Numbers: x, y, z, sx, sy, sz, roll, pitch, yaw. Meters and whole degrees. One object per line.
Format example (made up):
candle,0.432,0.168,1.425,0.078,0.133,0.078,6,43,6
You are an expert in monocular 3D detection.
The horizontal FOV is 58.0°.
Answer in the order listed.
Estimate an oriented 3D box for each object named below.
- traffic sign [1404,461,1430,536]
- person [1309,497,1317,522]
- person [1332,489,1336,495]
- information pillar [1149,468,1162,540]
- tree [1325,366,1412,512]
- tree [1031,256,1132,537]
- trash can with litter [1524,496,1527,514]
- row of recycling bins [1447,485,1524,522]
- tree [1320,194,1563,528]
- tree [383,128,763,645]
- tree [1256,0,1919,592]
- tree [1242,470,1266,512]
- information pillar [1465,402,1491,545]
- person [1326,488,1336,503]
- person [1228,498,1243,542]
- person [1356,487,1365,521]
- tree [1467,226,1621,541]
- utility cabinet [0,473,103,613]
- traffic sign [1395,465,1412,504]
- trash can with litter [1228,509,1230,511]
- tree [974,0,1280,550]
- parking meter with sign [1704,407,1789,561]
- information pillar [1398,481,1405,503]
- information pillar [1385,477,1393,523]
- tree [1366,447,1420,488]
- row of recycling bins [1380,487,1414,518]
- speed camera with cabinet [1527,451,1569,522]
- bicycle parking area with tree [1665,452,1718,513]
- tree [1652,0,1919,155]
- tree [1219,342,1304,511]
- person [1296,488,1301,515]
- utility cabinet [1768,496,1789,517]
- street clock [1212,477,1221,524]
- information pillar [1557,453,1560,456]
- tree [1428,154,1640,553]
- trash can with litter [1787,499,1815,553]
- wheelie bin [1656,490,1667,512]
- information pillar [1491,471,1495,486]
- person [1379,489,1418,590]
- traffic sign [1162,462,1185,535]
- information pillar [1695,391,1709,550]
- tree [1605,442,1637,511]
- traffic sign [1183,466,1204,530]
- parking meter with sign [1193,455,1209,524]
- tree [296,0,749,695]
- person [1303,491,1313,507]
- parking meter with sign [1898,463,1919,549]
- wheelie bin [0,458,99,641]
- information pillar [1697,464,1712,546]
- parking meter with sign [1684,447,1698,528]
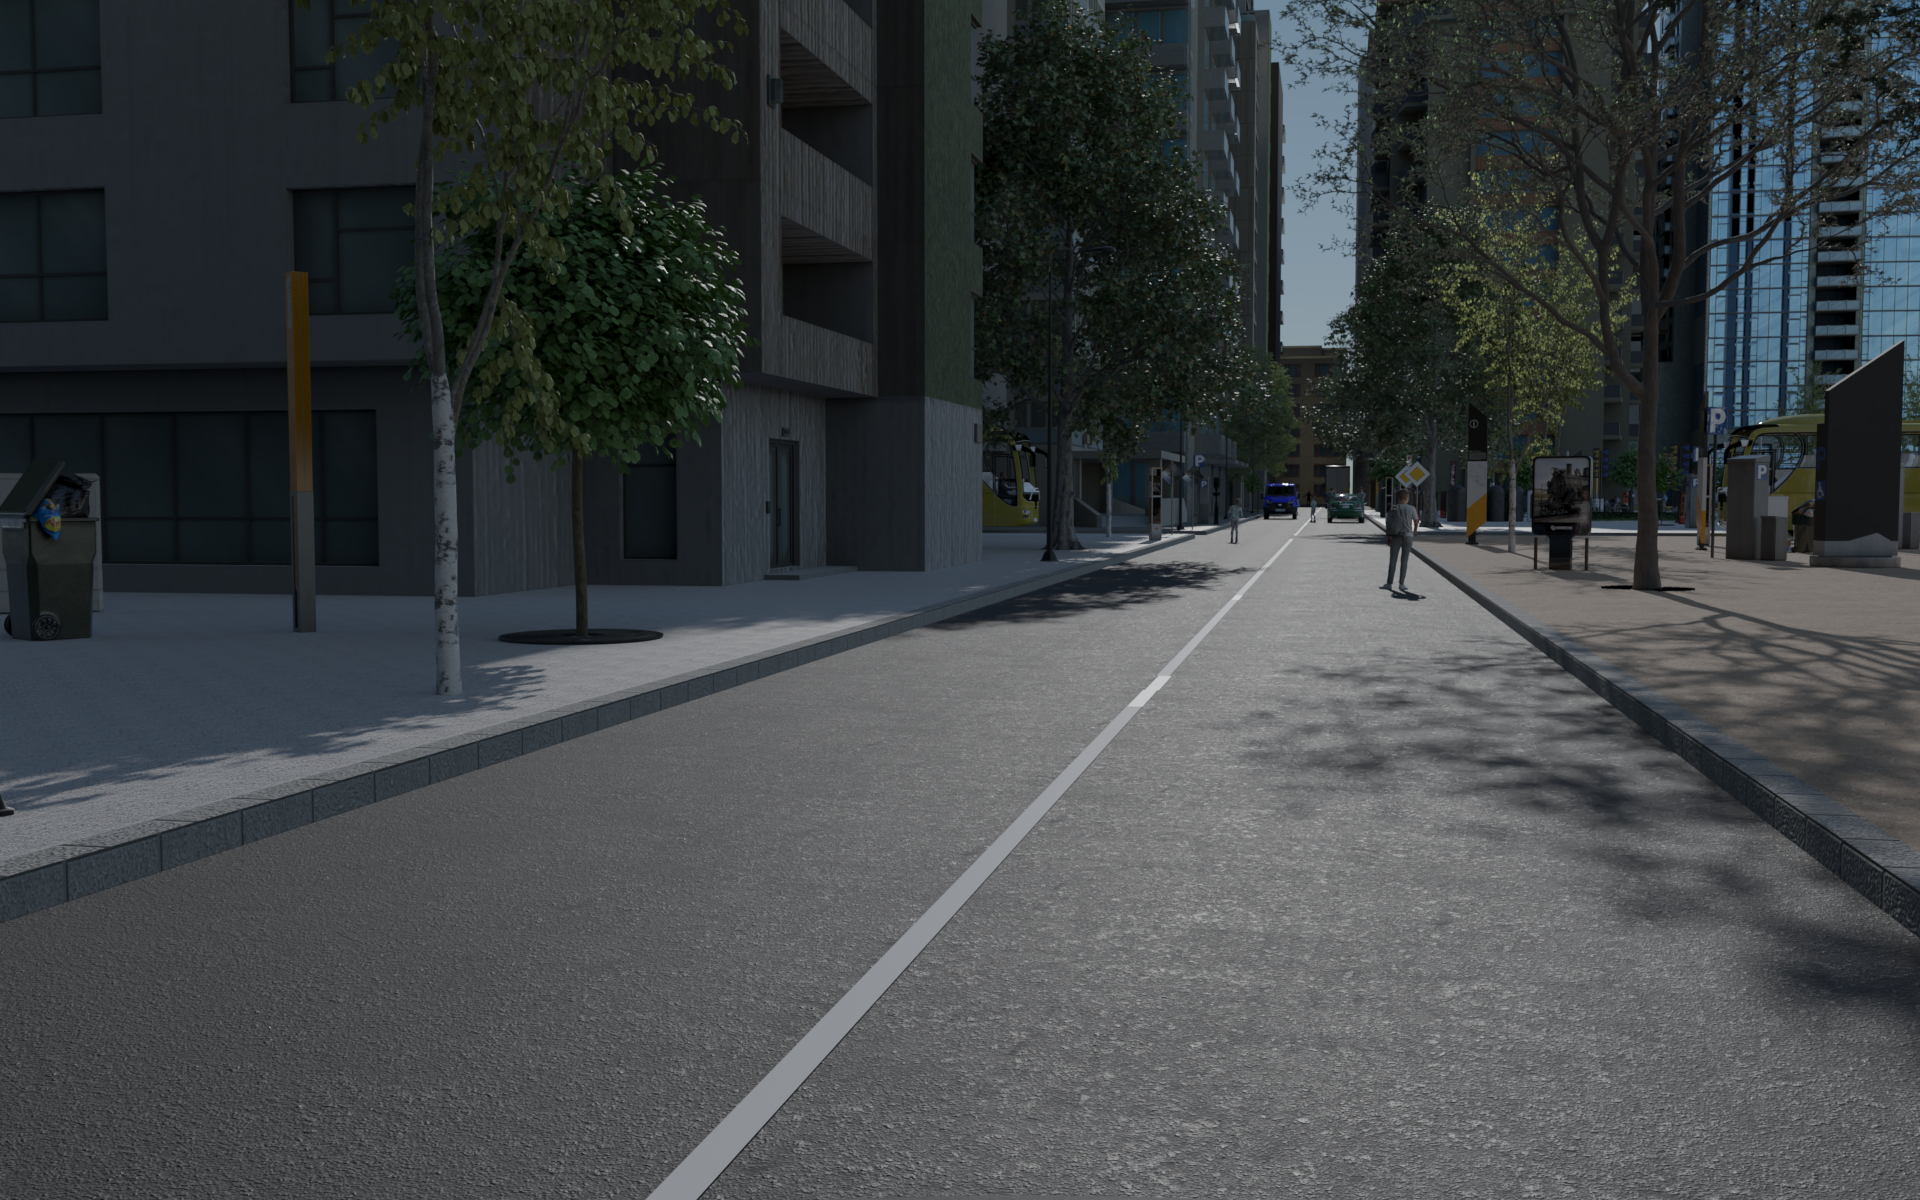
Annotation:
traffic sign,13.866,-2.994,52.595,0.795,2.450,0.064,1,4,12
person,17.903,-4.592,87.862,0.394,1.301,0.425,3,4,37
person,28.259,-7.463,130.765,0.600,1.795,0.529,0,4,-2
information pillar,5.422,-2.663,48.037,0.304,2.012,0.304,0,4,-7
tree,29.897,-12.088,123.394,9.928,11.665,9.643,0,3,0
tree,4.226,-6.188,51.542,4.737,8.622,4.395,0,3,0
trash can with litter,38.506,-6.305,114.146,1.678,1.210,2.233,0,4,2
row of recycling bins,24.449,-4.488,80.497,3.534,1.692,1.069,0,4,-4
tree,18.082,-9.130,66.288,9.611,12.733,9.660,0,3,0
tree,-3.390,-1.936,15.366,4.285,4.588,4.351,0,3,0
tree,9.051,-6.875,22.782,12.009,13.543,11.850,0,3,0
tree,21.173,-7.945,124.508,1.663,3.219,1.824,0,3,0
information pillar,13.100,-3.215,43.918,0.504,3.616,0.183,1,4,19
person,21.331,-5.555,99.513,0.473,1.802,0.592,0,4,-3
person,8.234,-2.392,51.883,0.425,1.301,0.394,0,4,-6
person,21.450,-5.146,92.811,0.511,1.800,0.466,3,4,36
tree,16.237,-5.956,47.744,4.737,8.622,4.395,0,3,0
utility cabinet,-9.924,-0.611,18.671,1.173,1.500,0.318,-1,4,-19
traffic sign,15.551,-3.471,60.401,0.795,2.450,0.064,1,4,12
trash can with litter,20.441,-7.587,135.101,1.678,1.210,2.233,-3,5,-40
tree,2.507,-7.501,39.645,9.611,12.733,9.660,0,3,0
parking meter with sign,15.442,-2.306,33.957,0.543,3.016,1.738,-1,4,-23
information pillar,22.071,-5.017,86.516,0.304,2.012,0.304,0,4,-3
information pillar,18.743,-4.352,75.655,0.304,2.012,0.304,1,4,16
tree,25.172,-7.077,99.429,4.285,4.588,4.351,0,3,0
row of recycling bins,24.383,-5.406,95.497,3.534,1.692,1.069,-3,5,-40
speed camera with cabinet,27.391,-5.257,80.285,2.038,3.252,0.660,1,4,20
bicycle parking area with tree,51.863,-8.069,118.928,8.231,4.147,9.016,-1,4,-20
tree,5.193,-4.451,7.179,8.767,10.594,7.601,3,5,43
tree,22.108,-12.943,129.750,7.486,12.596,7.792,0,3,0
person,22.824,-6.642,117.187,0.616,1.811,0.778,0,4,-7
utility cabinet,21.577,-2.136,46.080,1.020,1.237,0.306,-2,4,-30
street clock,10.877,-4.213,73.448,0.358,2.002,0.471,1,4,15
information pillar,33.982,-6.568,98.734,0.183,3.616,0.504,-1,4,-13
tree,12.274,-5.332,37.545,4.360,8.622,3.978,0,3,0
trash can with litter,18.245,-1.621,37.883,0.624,1.170,1.055,-3,4,-36
wheelie bin,34.663,-4.780,86.059,0.980,1.594,0.693,3,4,36
information pillar,38.662,-8.223,125.804,0.183,3.616,0.504,-1,4,-11
person,6.575,-0.909,25.961,0.503,1.515,0.523,-1,4,-16
traffic sign,6.642,-3.090,54.169,0.795,2.450,0.064,1,4,12
information pillar,16.966,-2.949,39.574,0.183,3.616,0.504,1,4,9
tree,42.717,-7.719,109.921,4.285,4.588,4.351,0,3,0
traffic sign,8.327,-3.568,61.975,0.795,2.450,0.064,1,4,12
parking meter with sign,10.597,-4.862,75.757,0.543,3.016,1.738,0,4,-1
tree,-3.044,-3.701,10.878,4.737,8.622,4.395,0,3,0
person,39.889,-11.589,198.121,1.348,1.807,0.705,0,4,-1
parking meter with sign,21.477,-2.680,40.078,1.738,3.016,0.543,-1,4,-22
wheelie bin,-8.104,-0.459,15.419,0.980,1.594,0.693,3,5,40
information pillar,18.558,-2.366,43.172,0.304,2.012,0.304,2,4,26
parking meter with sign,27.501,-4.193,64.819,0.543,3.016,1.738,1,4,11
